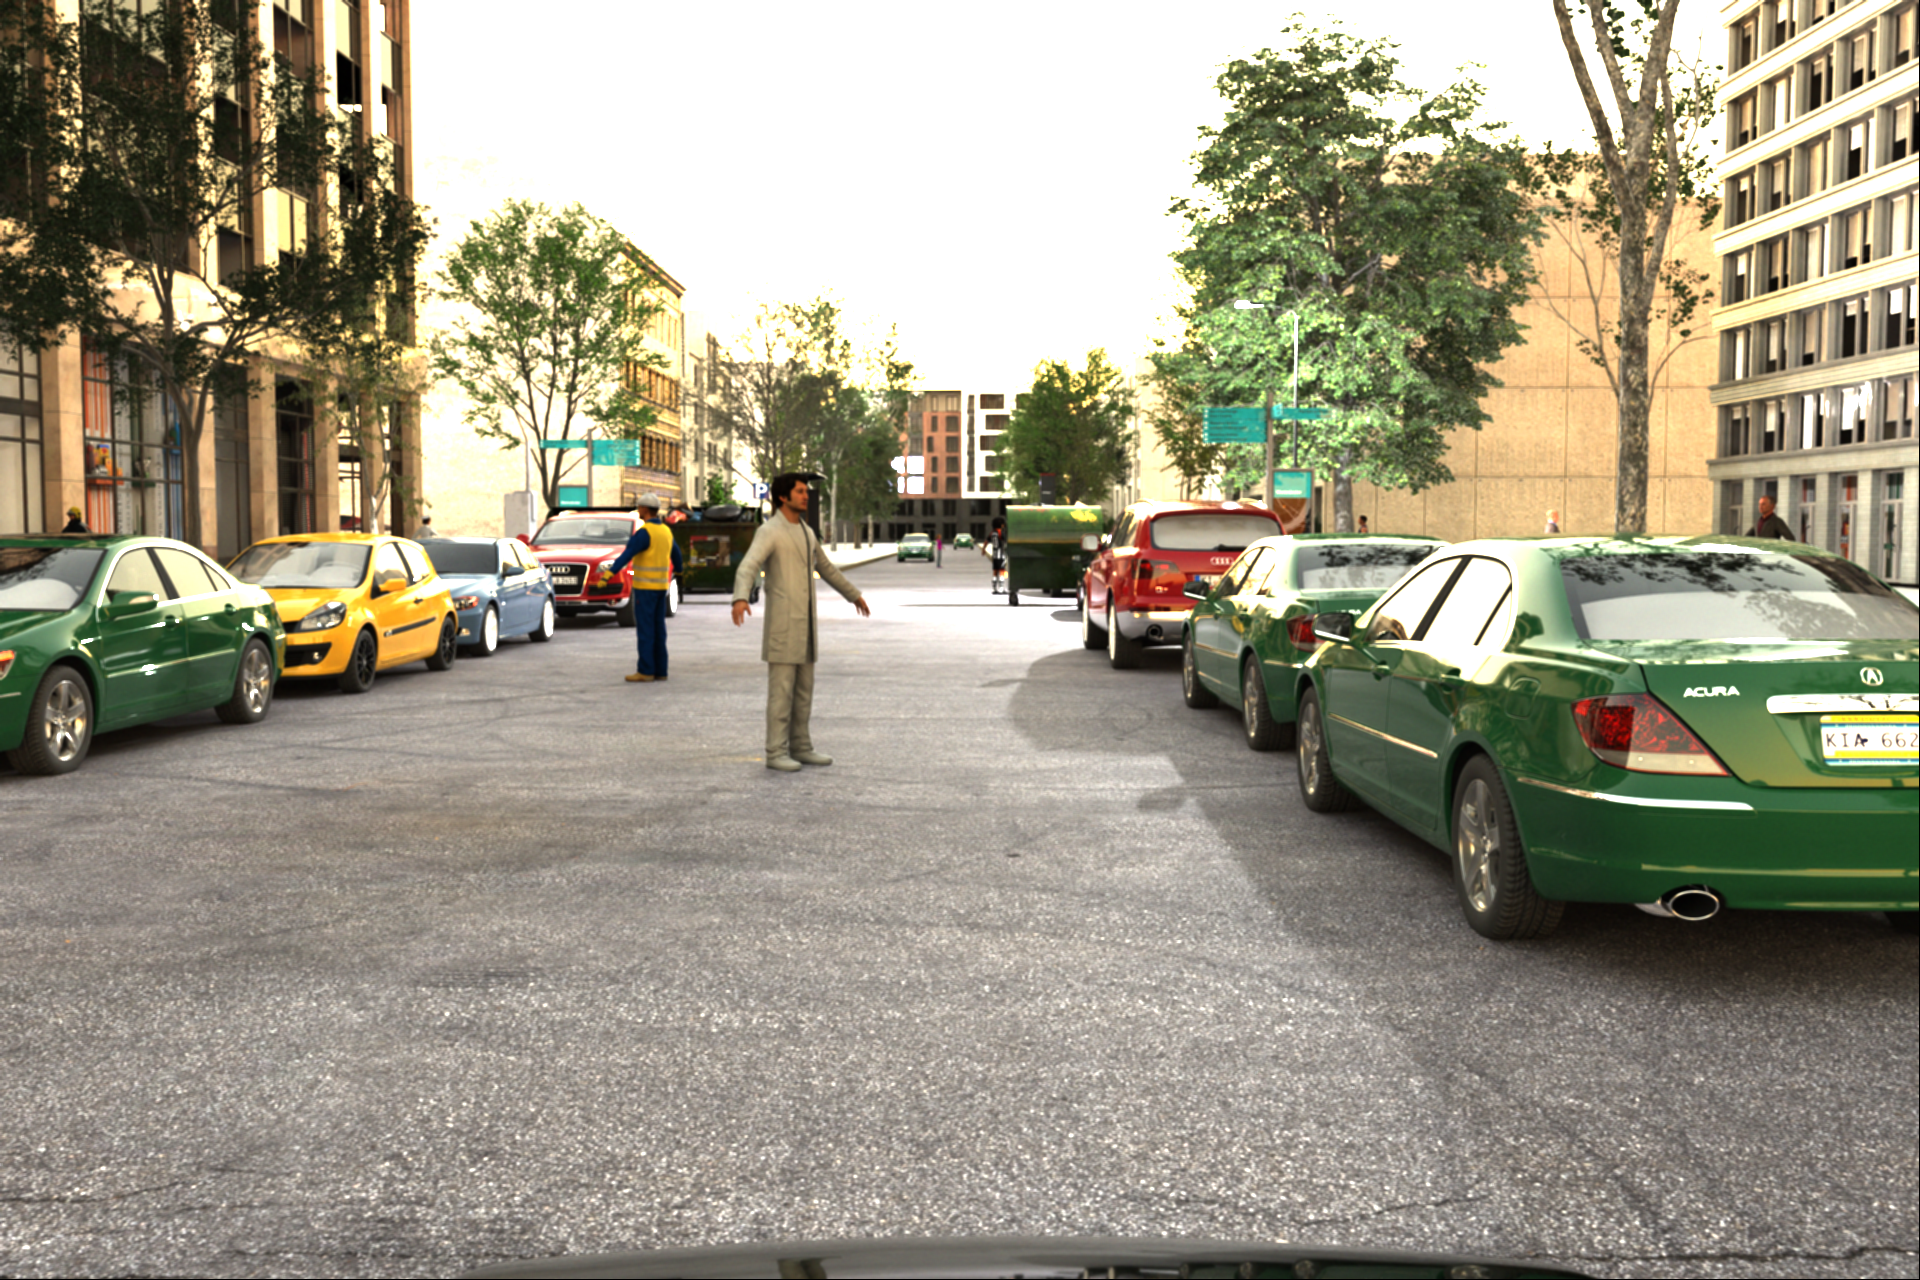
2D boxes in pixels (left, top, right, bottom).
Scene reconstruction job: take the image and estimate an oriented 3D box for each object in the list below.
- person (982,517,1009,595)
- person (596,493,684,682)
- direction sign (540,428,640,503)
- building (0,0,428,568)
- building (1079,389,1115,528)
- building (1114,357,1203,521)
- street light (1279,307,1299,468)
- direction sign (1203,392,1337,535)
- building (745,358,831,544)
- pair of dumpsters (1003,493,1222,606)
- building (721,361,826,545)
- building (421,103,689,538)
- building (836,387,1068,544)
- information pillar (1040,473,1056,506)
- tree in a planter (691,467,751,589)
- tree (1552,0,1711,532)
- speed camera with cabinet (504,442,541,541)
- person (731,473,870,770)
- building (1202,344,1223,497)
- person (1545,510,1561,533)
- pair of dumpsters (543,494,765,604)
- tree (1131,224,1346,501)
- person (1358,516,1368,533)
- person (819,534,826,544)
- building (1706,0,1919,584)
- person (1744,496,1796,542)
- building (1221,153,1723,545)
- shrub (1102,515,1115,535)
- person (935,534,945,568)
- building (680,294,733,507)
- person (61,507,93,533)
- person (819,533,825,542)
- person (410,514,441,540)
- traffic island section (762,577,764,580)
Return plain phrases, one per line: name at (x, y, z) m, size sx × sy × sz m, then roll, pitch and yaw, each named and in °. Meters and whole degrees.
person at (0.940, -1.977, 40.925) m, size 0.704 × 1.843 × 1.345 m, roll -3°, pitch 5°, yaw -42°
person at (-3.052, -0.520, 16.925) m, size 0.705 × 1.833 × 1.349 m, roll 2°, pitch 4°, yaw 25°
direction sign at (-9.324, -3.396, 44.281) m, size 2.525 × 3.948 × 1.411 m, roll 0°, pitch 4°, yaw 0°
building at (-31.709, -17.231, 47.957) m, size 22.709 × 31.103 × 35.509 m, roll 0°, pitch 4°, yaw 1°
building at (24.190, -24.289, 228.050) m, size 19.493 × 23.208 × 18.063 m, roll 0°, pitch 3°, yaw 0°
building at (25.817, -19.261, 181.377) m, size 16.747 × 18.905 × 31.486 m, roll 0°, pitch 4°, yaw 1°
street light at (7.250, -3.796, 34.614) m, size 1.470 × 5.913 × 1.316 m, roll 0°, pitch 3°, yaw 0°
direction sign at (5.843, -2.654, 32.159) m, size 2.525 × 3.948 × 1.411 m, roll 0°, pitch 4°, yaw 0°
building at (-26.451, -24.154, 225.846) m, size 19.493 × 23.208 × 18.063 m, roll 0°, pitch 4°, yaw 1°
pair of dumpsters at (3.087, -1.825, 34.793) m, size 4.436 × 2.255 × 1.574 m, roll 0°, pitch 4°, yaw -1°
building at (-24.424, -19.976, 193.061) m, size 16.747 × 18.905 × 31.486 m, roll 0°, pitch 4°, yaw -1°
building at (-26.544, -16.325, 97.849) m, size 19.493 × 23.208 × 18.063 m, roll 0°, pitch 4°, yaw 1°
building at (-0.749, -24.884, 253.279) m, size 32.646 × 21.610 × 27.936 m, roll 0°, pitch 4°, yaw 5°
information pillar at (3.745, -5.186, 74.161) m, size 0.750 × 3.857 × 0.750 m, roll 0°, pitch 4°, yaw -1°
tree in a planter at (-6.418, -2.989, 46.087) m, size 1.991 × 3.239 × 1.994 m, roll 0°, pitch 4°, yaw 1°
tree at (7.254, -10.172, 22.201) m, size 12.611 × 20.169 × 13.585 m, roll 0°, pitch 3°, yaw 0°
speed camera with cabinet at (-9.448, -2.662, 37.860) m, size 0.660 × 3.252 × 2.038 m, roll 0°, pitch 4°, yaw -1°
person at (-1.015, -0.123, 10.649) m, size 0.705 × 1.806 × 1.347 m, roll 2°, pitch 4°, yaw 31°
building at (23.624, -16.798, 131.065) m, size 16.016 × 20.090 × 11.380 m, roll 0°, pitch 4°, yaw 1°
person at (11.966, -1.728, 34.851) m, size 0.434 × 1.755 × 0.990 m, roll 1°, pitch 4°, yaw 16°
pair of dumpsters at (-6.283, -1.882, 35.720) m, size 4.436 × 2.255 × 1.574 m, roll 0°, pitch 4°, yaw 1°
tree at (9.234, -8.027, 57.001) m, size 9.928 × 11.665 × 9.643 m, roll 0°, pitch 3°, yaw 0°
person at (11.469, -2.648, 49.458) m, size 0.704 × 1.807 × 1.345 m, roll 1°, pitch 4°, yaw 15°
person at (-6.083, -4.101, 73.770) m, size 0.721 × 1.740 × 1.216 m, roll 2°, pitch 4°, yaw 29°
building at (26.412, -12.023, 43.256) m, size 8.464 × 21.280 × 15.925 m, roll 0°, pitch 4°, yaw 1°
person at (11.051, -1.077, 23.795) m, size 0.705 × 1.807 × 1.348 m, roll -1°, pitch 4°, yaw -18°
building at (24.108, -13.628, 89.269) m, size 16.747 × 18.905 × 31.486 m, roll 0°, pitch 4°, yaw 1°
shrub at (6.320, -4.211, 72.892) m, size 1.661 × 2.075 × 1.752 m, roll 0°, pitch 3°, yaw 0°
person at (-0.832, -3.795, 73.764) m, size 0.599 × 1.433 × 0.991 m, roll 1°, pitch 4°, yaw 16°
building at (-28.508, -16.523, 136.610) m, size 16.747 × 18.905 × 31.486 m, roll 0°, pitch 4°, yaw 0°
person at (-18.728, -1.889, 36.650) m, size 1.351 × 1.858 × 0.704 m, roll 1°, pitch 4°, yaw 16°
person at (-7.257, -4.961, 87.340) m, size 0.704 × 1.802 × 1.346 m, roll 2°, pitch 4°, yaw 29°
person at (-13.231, -2.245, 43.170) m, size 1.216 × 1.778 × 0.721 m, roll 1°, pitch 4°, yaw 17°
traffic island section at (-6.379, -1.972, 55.111) m, size 1.991 × 0.108 × 1.994 m, roll 0°, pitch 4°, yaw 0°
